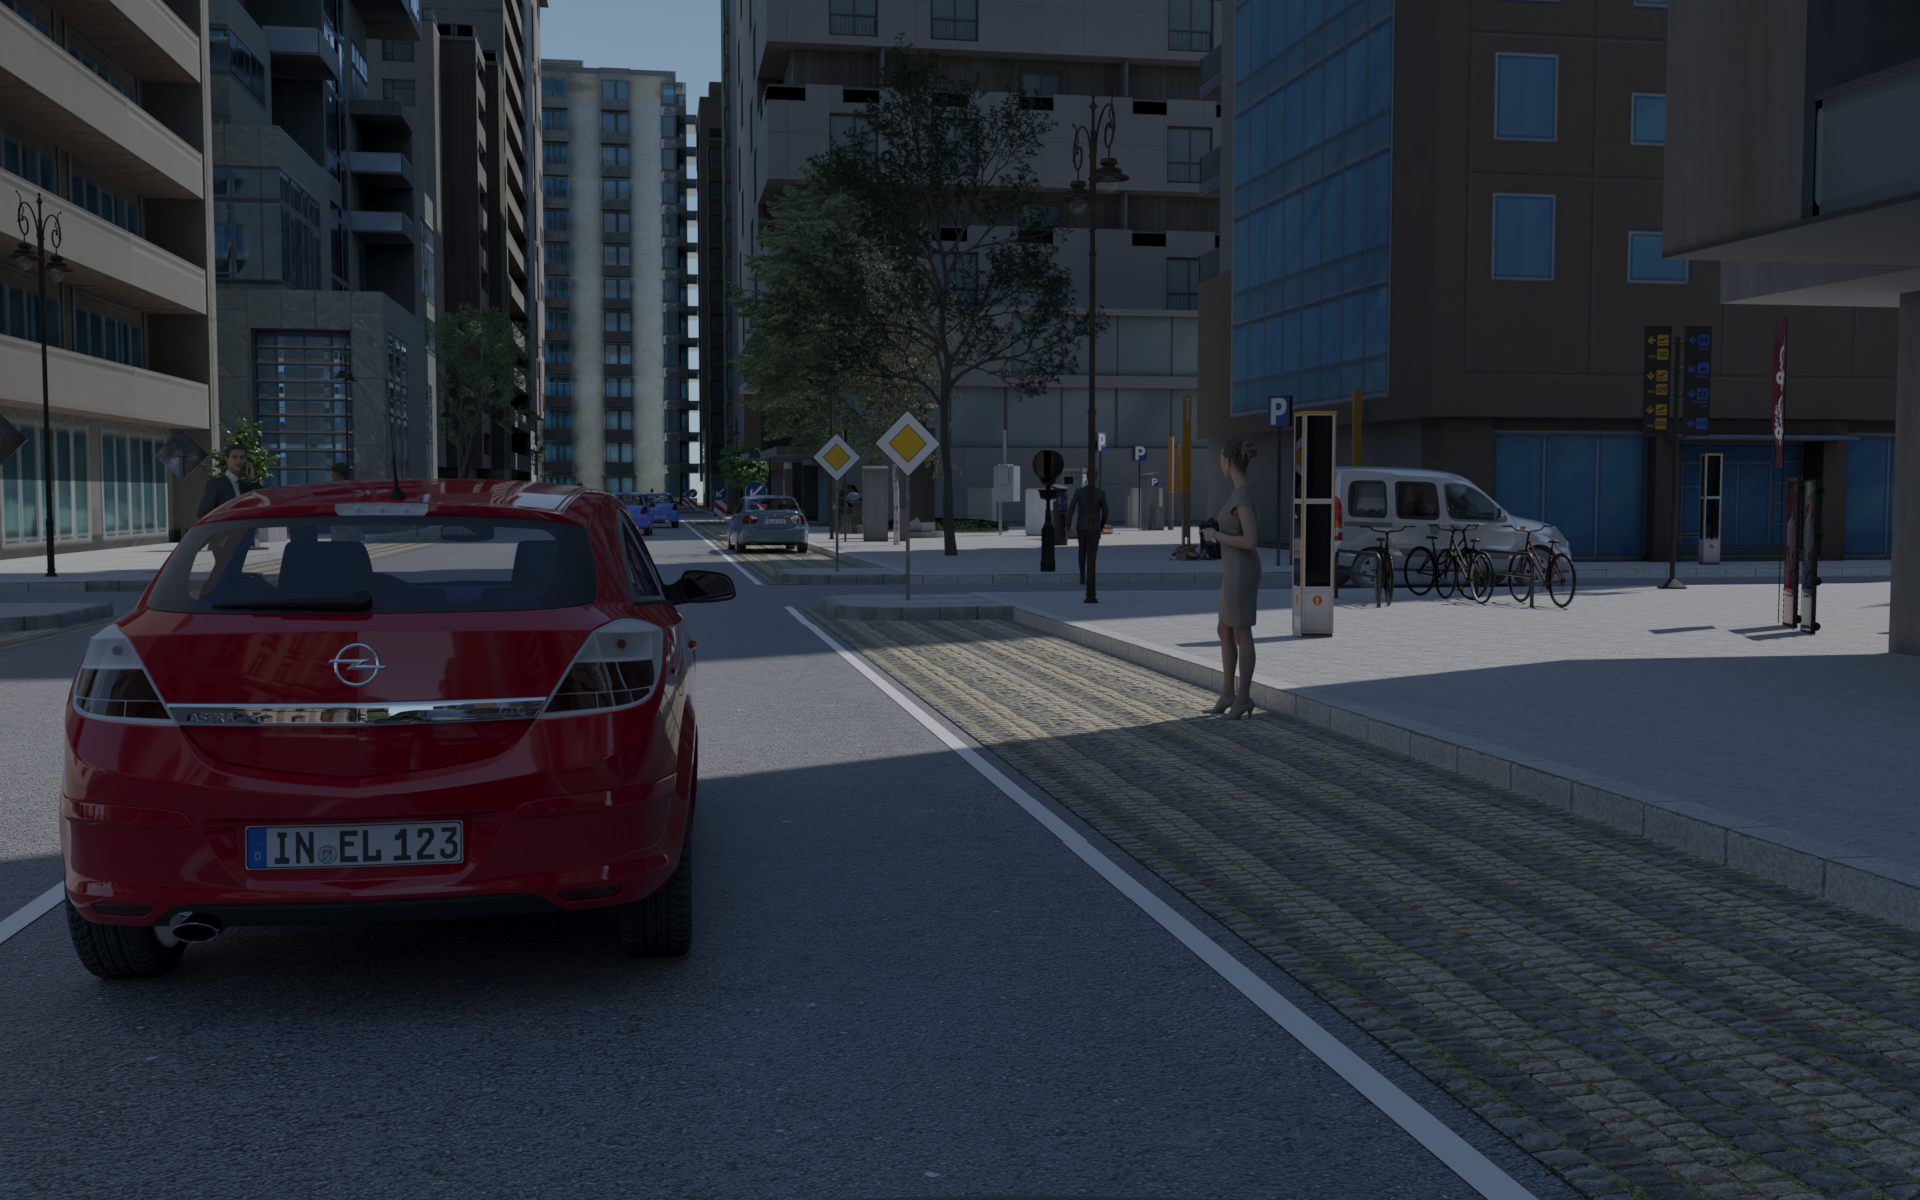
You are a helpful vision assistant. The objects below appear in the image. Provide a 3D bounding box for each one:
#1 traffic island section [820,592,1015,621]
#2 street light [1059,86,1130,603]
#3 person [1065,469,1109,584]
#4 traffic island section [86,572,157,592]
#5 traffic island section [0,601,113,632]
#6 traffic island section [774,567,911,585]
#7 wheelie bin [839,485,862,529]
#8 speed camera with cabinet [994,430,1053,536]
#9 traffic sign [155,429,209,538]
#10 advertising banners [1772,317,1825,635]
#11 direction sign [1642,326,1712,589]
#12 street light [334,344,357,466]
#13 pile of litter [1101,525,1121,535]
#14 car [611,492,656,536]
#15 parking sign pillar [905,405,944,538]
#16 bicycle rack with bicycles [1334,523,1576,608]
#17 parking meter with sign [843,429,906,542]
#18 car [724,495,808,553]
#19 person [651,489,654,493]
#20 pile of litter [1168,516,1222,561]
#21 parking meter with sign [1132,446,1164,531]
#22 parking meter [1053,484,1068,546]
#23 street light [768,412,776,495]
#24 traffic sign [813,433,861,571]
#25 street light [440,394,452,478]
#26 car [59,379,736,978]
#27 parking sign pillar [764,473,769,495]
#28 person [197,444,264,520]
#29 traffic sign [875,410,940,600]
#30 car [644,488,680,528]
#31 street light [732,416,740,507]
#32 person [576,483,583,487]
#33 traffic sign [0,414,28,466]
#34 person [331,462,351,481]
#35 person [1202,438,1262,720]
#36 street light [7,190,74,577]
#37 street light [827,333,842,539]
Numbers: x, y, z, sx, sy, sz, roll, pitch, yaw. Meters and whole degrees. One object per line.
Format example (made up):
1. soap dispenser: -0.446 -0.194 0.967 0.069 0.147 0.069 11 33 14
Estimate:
1. traffic island section: -0.610 0.084 20.912 2.009 0.180 2.903 -1 4 -10
2. street light: 1.542 -2.901 20.212 0.468 5.910 1.993 -1 4 -10
3. person: 2.024 -1.167 27.357 0.659 1.850 0.755 1 4 10
4. traffic island section: -12.102 -0.287 26.975 2.009 0.180 2.903 -1 4 -10
5. traffic island section: -10.692 0.194 19.115 2.009 0.180 2.903 -1 4 -10
6. traffic island section: -2.020 -0.397 28.772 2.009 0.180 2.903 -1 4 -10
7. wheelie bin: -3.630 -3.021 57.302 0.980 1.594 0.693 3 5 44
8. speed camera with cabinet: 2.087 -3.620 53.528 2.038 3.252 0.660 2 4 24
9. traffic sign: -12.080 -1.424 26.918 0.795 2.450 0.064 -1 4 -10
10. advertising banners: 8.019 -1.251 16.635 0.090 3.025 2.074 1 4 14
11. direction sign: 9.668 -1.921 23.413 0.876 3.537 0.379 0 4 3
12. street light: -18.899 -4.931 53.413 0.468 5.910 1.993 -1 4 -10
13. pile of litter: 4.384 -2.522 55.204 1.719 0.858 1.176 -1 4 -20
14. car: -11.689 -3.135 60.841 1.945 1.707 3.694 -1 4 -8
15. parking sign pillar: -1.185 -3.825 51.008 1.447 3.967 1.447 -2 4 -25
16. bicycle rack with bicycles: 5.679 -0.442 20.614 2.852 0.926 2.925 0 4 -2
17. parking meter with sign: -2.283 -3.096 46.881 1.738 3.016 0.543 0 4 -7
18. car: -4.817 -1.904 43.139 2.014 1.417 4.499 -1 4 -11
19. person: -21.288 -6.799 119.687 0.705 1.821 1.348 -2 4 -27
20. pile of litter: 4.653 -1.223 33.968 1.719 0.858 1.176 -3 5 -42
21. parking meter with sign: 6.739 -3.991 61.517 0.543 3.016 1.738 -1 4 -20
22. parking meter: 2.498 -2.125 43.162 0.372 1.533 0.369 0 3 0
23. street light: -8.345 -6.311 75.975 0.468 5.910 1.993 -1 4 -10
24. traffic sign: -2.042 -1.532 28.691 0.795 2.450 0.064 -1 4 -10
25. street light: -23.710 -6.563 80.093 0.468 5.910 1.993 -1 4 -10
26. car: -1.939 0.142 6.716 2.155 1.783 4.494 -1 4 -9
27. parking sign pillar: -11.486 -6.954 102.166 1.447 3.967 1.447 -1 4 -14
28. person: -6.765 -0.510 16.203 0.474 1.900 0.648 0 4 5
29. traffic sign: -0.632 -1.051 20.831 0.795 2.450 0.064 -1 4 -10
30. car: -12.925 -3.943 74.064 1.945 1.707 3.694 -1 4 -12
31. street light: -13.226 -7.942 102.642 0.468 5.910 1.993 -1 4 -10
32. person: -12.078 -2.830 55.014 0.529 1.795 0.600 0 4 5
33. traffic sign: -10.670 -0.943 19.057 0.795 2.450 0.064 -1 4 -10
34. person: -7.271 -0.713 20.342 0.466 1.800 0.511 0 4 2
35. person: 1.712 -0.128 10.932 0.374 1.781 0.599 0 4 7
36. street light: -14.117 -3.299 26.729 0.468 5.910 1.993 -1 4 -10
37. street light: -3.628 -4.650 48.817 0.468 5.910 1.993 -1 4 -10
